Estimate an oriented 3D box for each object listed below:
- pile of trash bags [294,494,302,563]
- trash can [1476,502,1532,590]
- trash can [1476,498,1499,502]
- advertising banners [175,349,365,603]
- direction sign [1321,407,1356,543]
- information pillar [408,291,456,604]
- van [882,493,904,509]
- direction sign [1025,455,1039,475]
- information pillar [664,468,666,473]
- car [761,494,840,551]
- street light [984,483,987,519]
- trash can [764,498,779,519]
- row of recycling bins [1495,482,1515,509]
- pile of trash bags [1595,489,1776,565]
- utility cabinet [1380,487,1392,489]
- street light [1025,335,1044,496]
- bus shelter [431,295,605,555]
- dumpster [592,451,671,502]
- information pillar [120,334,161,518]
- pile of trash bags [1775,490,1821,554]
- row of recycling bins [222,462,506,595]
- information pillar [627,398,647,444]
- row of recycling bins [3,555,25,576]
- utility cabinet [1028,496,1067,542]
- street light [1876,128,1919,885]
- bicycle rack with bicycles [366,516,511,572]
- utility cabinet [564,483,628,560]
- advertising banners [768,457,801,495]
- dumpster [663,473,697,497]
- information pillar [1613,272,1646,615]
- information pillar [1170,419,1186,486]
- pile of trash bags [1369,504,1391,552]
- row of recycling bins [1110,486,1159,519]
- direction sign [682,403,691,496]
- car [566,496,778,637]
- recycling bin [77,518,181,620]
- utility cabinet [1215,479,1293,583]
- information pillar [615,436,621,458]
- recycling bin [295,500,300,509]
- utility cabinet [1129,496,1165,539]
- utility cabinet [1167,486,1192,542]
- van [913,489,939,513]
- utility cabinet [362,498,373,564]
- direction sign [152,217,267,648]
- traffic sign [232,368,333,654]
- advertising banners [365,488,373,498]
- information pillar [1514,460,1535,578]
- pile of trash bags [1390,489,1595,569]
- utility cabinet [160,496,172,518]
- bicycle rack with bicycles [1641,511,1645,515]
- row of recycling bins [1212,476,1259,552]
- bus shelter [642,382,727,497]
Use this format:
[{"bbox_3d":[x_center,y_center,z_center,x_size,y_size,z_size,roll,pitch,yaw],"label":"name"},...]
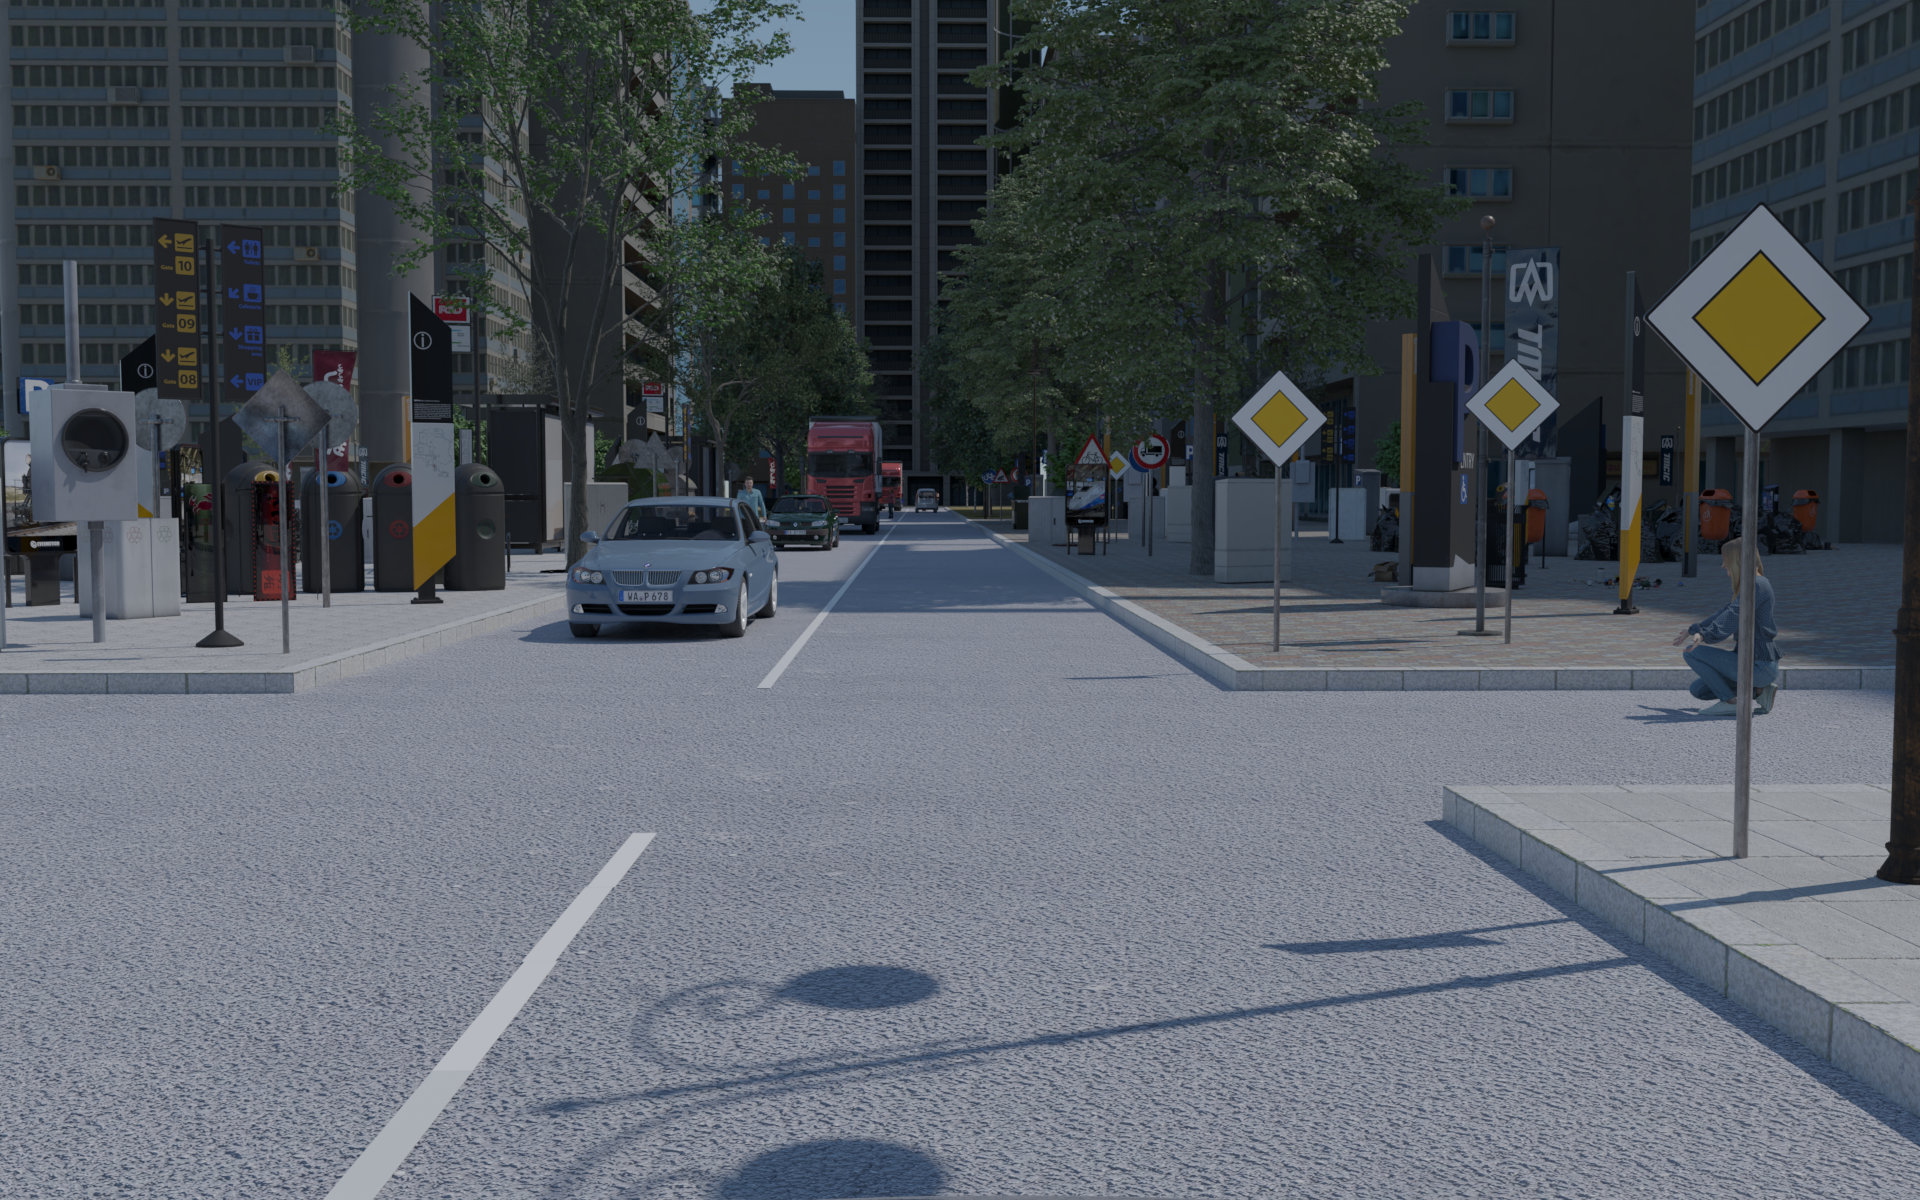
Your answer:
[{"bbox_3d":[-13.173,-1.360,31.991,1.912,1.369,3.447,1,4,13],"label":"pile of trash bags"},{"bbox_3d":[7.323,-0.718,23.393,0.748,1.137,0.748,0,3,0],"label":"trash can"},{"bbox_3d":[17.783,-2.864,58.472,0.748,1.137,0.748,0,3,0],"label":"trash can"},{"bbox_3d":[-8.245,-1.498,20.679,2.074,3.025,0.090,-2,4,-29],"label":"advertising banners"},{"bbox_3d":[9.819,-3.244,45.031,0.876,3.537,0.379,0,4,7],"label":"direction sign"},{"bbox_3d":[-6.171,-1.765,20.216,0.504,3.616,0.183,-2,4,-29],"label":"information pillar"},{"bbox_3d":[-6.434,-9.773,164.170,2.240,2.365,5.245,0,4,-1],"label":"van"},{"bbox_3d":[3.422,-5.552,82.764,0.876,3.537,0.379,-2,4,-32],"label":"direction sign"},{"bbox_3d":[-15.017,-5.917,88.093,0.504,3.616,0.183,1,4,11],"label":"information pillar"},{"bbox_3d":[-4.097,-2.155,45.025,2.009,1.686,4.222,0,4,0],"label":"car"},{"bbox_3d":[1.292,-7.056,88.147,0.468,5.910,1.993,0,4,-1],"label":"street light"},{"bbox_3d":[-7.141,-3.330,66.102,0.748,1.137,0.748,0,3,0],"label":"trash can"},{"bbox_3d":[19.379,-3.233,59.964,1.069,1.692,3.534,0,4,3],"label":"row of recycling bins"},{"bbox_3d":[13.231,-1.399,32.634,1.912,1.369,3.447,-1,4,-18],"label":"pile of trash bags"},{"bbox_3d":[13.814,-2.964,57.136,0.318,1.500,1.173,-1,4,-15],"label":"utility cabinet"},{"bbox_3d":[2.175,-4.759,50.591,0.468,5.910,1.993,0,4,-1],"label":"street light"},{"bbox_3d":[-9.629,-3.678,37.764,2.179,5.291,8.768,0,4,-1],"label":"bus shelter"},{"bbox_3d":[-7.312,-2.207,38.571,1.502,2.255,1.985,0,4,-1],"label":"dumpster"},{"bbox_3d":[-11.897,-2.070,25.191,0.504,3.616,0.183,-2,4,-30],"label":"information pillar"},{"bbox_3d":[17.416,-1.694,37.453,3.447,1.369,1.912,-2,4,-32],"label":"pile of trash bags"},{"bbox_3d":[-7.828,-0.960,22.809,3.534,1.692,1.069,-1,4,-19],"label":"row of recycling bins"},{"bbox_3d":[-7.877,-3.122,42.402,0.504,3.616,0.183,0,4,-4],"label":"information pillar"},{"bbox_3d":[-15.264,-1.166,26.180,1.069,1.692,3.534,0,4,0],"label":"row of recycling bins"},{"bbox_3d":[2.354,-2.156,46.411,1.020,1.237,0.306,0,4,8],"label":"utility cabinet"},{"bbox_3d":[3.153,-2.006,5.589,0.468,5.910,1.993,0,4,-1],"label":"street light"},{"bbox_3d":[-8.589,-0.950,28.921,2.852,0.926,2.925,-1,4,-13],"label":"bicycle rack with bicycles"},{"bbox_3d":[-6.995,-1.508,33.328,1.173,1.500,0.318,-1,4,-21],"label":"utility cabinet"},{"bbox_3d":[-8.433,-5.324,83.230,0.090,3.025,2.074,3,5,43],"label":"advertising banners"},{"bbox_3d":[-7.932,-2.549,47.431,1.264,1.857,1.865,0,4,-1],"label":"dumpster"},{"bbox_3d":[7.191,-1.662,18.522,0.183,3.616,0.504,3,4,36],"label":"information pillar"},{"bbox_3d":[6.539,-3.707,51.965,0.504,3.616,0.183,-1,4,-16],"label":"information pillar"},{"bbox_3d":[10.964,-1.757,38.475,3.447,1.369,1.912,0,4,-6],"label":"pile of trash bags"},{"bbox_3d":[8.572,-4.974,88.438,3.534,1.692,1.069,2,4,35],"label":"row of recycling bins"},{"bbox_3d":[-6.860,-3.152,43.525,0.379,3.537,0.876,0,4,2],"label":"direction sign"},{"bbox_3d":[-3.017,-0.420,18.868,2.014,1.417,4.499,0,4,0],"label":"car"},{"bbox_3d":[-8.678,-0.339,18.091,0.722,1.027,0.722,2,4,29],"label":"recycling bin"},{"bbox_3d":[4.239,-1.000,25.036,1.173,1.500,0.318,-2,4,-29],"label":"utility cabinet"},{"bbox_3d":[-13.666,-4.771,69.355,0.183,3.616,0.504,1,4,10],"label":"information pillar"},{"bbox_3d":[-27.315,-3.662,72.424,0.722,1.027,0.722,0,4,2],"label":"recycling bin"},{"bbox_3d":[5.385,-2.366,49.845,1.020,1.237,0.306,0,4,5],"label":"utility cabinet"},{"bbox_3d":[5.948,-2.255,45.545,0.318,1.500,1.173,-2,4,-32],"label":"utility cabinet"},{"bbox_3d":[-2.593,-7.660,132.252,2.013,2.044,4.112,0,4,-2],"label":"van"},{"bbox_3d":[-10.934,-1.290,32.249,0.306,1.237,1.020,-2,4,-33],"label":"utility cabinet"},{"bbox_3d":[-6.246,-1.377,14.511,0.876,3.537,0.379,-3,5,-40],"label":"direction sign"},{"bbox_3d":[-5.420,-0.626,13.877,0.795,2.450,0.064,0,4,-1],"label":"traffic sign"},{"bbox_3d":[-16.729,-3.188,48.318,2.074,3.025,0.090,0,4,2],"label":"advertising banners"},{"bbox_3d":[8.655,-2.160,26.672,0.183,3.616,0.504,2,4,33],"label":"information pillar"},{"bbox_3d":[9.494,-1.308,31.137,1.912,1.369,3.447,-1,4,-14],"label":"pile of trash bags"},{"bbox_3d":[-22.437,-2.305,48.849,1.020,1.237,0.306,-3,4,-39],"label":"utility cabinet"},{"bbox_3d":[20.118,-2.454,53.497,2.925,0.926,2.852,2,4,28],"label":"bicycle rack with bicycles"},{"bbox_3d":[6.382,-2.004,39.882,1.069,1.692,3.534,2,4,24],"label":"row of recycling bins"},{"bbox_3d":[-10.136,-5.259,63.614,2.179,5.291,8.768,0,4,-1],"label":"bus shelter"}]
